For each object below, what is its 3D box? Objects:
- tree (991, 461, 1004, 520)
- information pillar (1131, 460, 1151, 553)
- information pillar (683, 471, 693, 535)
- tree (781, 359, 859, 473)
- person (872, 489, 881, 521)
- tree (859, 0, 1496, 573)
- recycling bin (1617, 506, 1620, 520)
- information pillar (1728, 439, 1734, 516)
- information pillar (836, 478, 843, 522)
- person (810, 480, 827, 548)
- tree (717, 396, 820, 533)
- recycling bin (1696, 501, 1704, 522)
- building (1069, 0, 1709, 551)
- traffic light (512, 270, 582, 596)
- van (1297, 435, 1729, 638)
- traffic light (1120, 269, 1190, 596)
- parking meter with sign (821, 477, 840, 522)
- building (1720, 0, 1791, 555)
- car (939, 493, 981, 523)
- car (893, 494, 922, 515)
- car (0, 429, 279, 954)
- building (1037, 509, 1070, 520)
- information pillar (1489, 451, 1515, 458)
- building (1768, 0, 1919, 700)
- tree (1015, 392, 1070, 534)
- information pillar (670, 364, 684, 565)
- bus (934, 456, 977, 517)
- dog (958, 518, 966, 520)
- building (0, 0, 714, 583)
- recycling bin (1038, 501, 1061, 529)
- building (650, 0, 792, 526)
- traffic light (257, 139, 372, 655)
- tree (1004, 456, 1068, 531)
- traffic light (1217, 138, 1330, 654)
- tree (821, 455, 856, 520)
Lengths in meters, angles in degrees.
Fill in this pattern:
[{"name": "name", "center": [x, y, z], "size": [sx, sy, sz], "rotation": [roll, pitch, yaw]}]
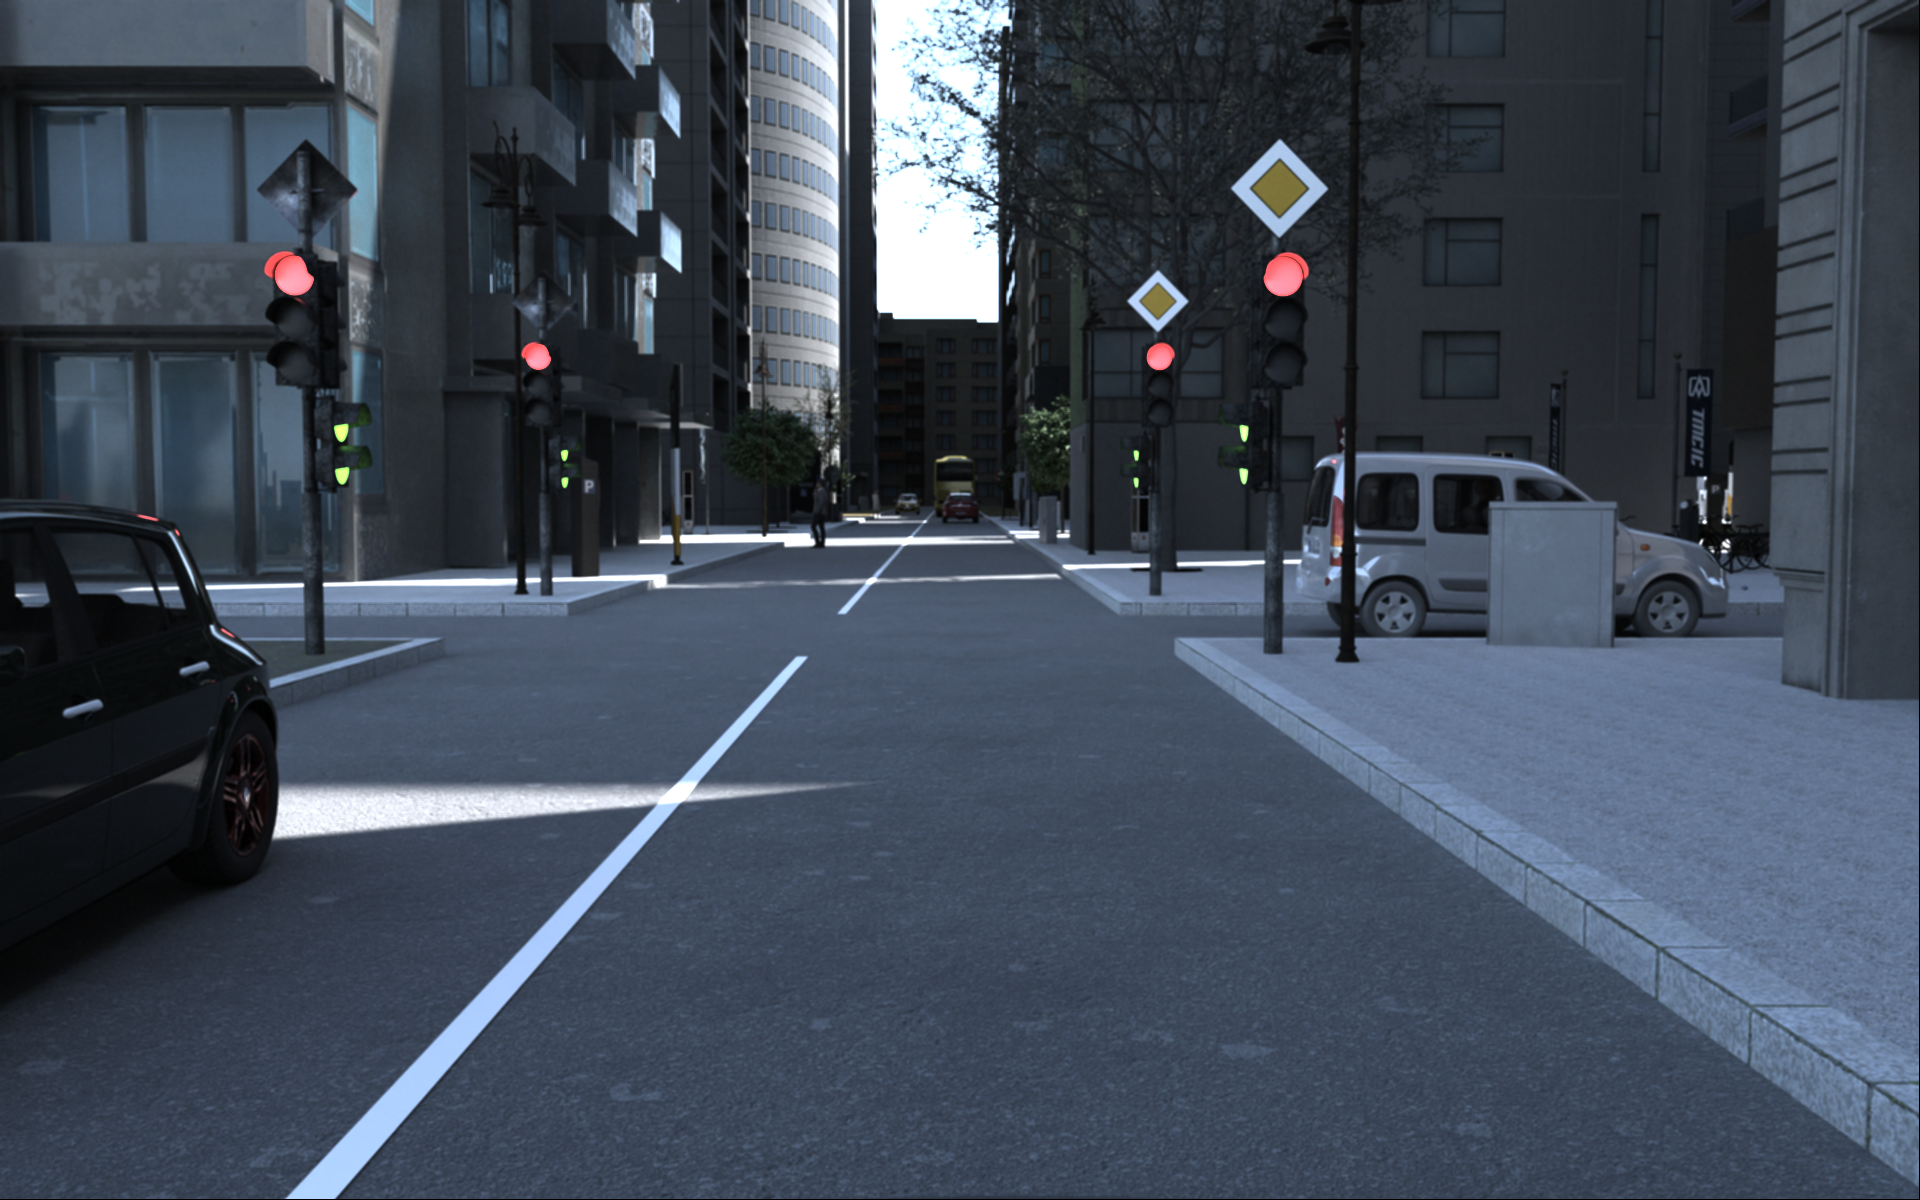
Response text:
[{"name": "tree", "center": [2.379, -5.633, 86.707], "size": [1.663, 3.219, 1.824], "rotation": [0, 3, 0]}, {"name": "information pillar", "center": [3.917, -2.022, 37.546], "size": [0.304, 2.012, 0.304], "rotation": [-1, 4, -23]}, {"name": "information pillar", "center": [-8.620, -3.083, 54.905], "size": [0.304, 2.012, 0.304], "rotation": [-1, 4, -9]}, {"name": "tree", "center": [-7.373, -8.796, 94.177], "size": [4.360, 8.622, 3.978], "rotation": [0, 3, 0]}, {"name": "person", "center": [-4.525, -5.156, 93.555], "size": [0.466, 1.731, 0.760], "rotation": [0, 4, 6]}, {"name": "tree", "center": [3.498, -7.209, 28.243], "size": [12.009, 13.543, 11.850], "rotation": [0, 3, 0]}, {"name": "recycling bin", "center": [34.224, -4.694, 89.305], "size": [0.722, 1.027, 0.722], "rotation": [1, 4, 12]}, {"name": "information pillar", "center": [29.590, -4.577, 66.195], "size": [0.183, 3.616, 0.504], "rotation": [-1, 4, -20]}, {"name": "information pillar", "center": [-5.591, -4.633, 80.248], "size": [0.304, 2.012, 0.304], "rotation": [0, 4, -1]}, {"name": "person", "center": [-3.770, -2.292, 46.150], "size": [0.473, 1.802, 0.592], "rotation": [1, 4, 22]}, {"name": "tree", "center": [-6.485, -4.559, 58.254], "size": [4.285, 4.588, 4.351], "rotation": [0, 3, 0]}, {"name": "recycling bin", "center": [27.158, -3.177, 64.500], "size": [0.722, 1.027, 0.722], "rotation": [-2, 4, -28]}, {"name": "building", "center": [9.808, -22.091, 44.781], "size": [14.154, 41.232, 14.086], "rotation": [0, 4, 0]}, {"name": "traffic light", "center": [-5.204, -2.009, 21.760], "size": [0.839, 4.253, 0.868], "rotation": [0, 4, 0]}, {"name": "van", "center": [5.510, -0.633, 17.367], "size": [4.112, 2.044, 2.013], "rotation": [0, 4, -1]}, {"name": "traffic light", "center": [2.457, -2.012, 21.820], "size": [0.839, 4.253, 0.868], "rotation": [0, 4, 0]}, {"name": "parking meter with sign", "center": [-6.339, -5.064, 79.051], "size": [1.738, 3.016, 0.543], "rotation": [1, 4, 15]}, {"name": "building", "center": [23.674, -23.211, 29.616], "size": [14.200, 45.320, 14.600], "rotation": [0, 4, 0]}, {"name": "car", "center": [0.007, -4.750, 86.705], "size": [2.155, 1.783, 4.494], "rotation": [0, 4, -1]}, {"name": "car", "center": [-3.675, -6.829, 121.872], "size": [2.015, 1.641, 3.980], "rotation": [0, 4, -1]}, {"name": "car", "center": [-3.435, 0.293, 5.000], "size": [2.009, 1.686, 4.222], "rotation": [0, 4, -1]}, {"name": "building", "center": [14.906, -46.916, 79.752], "size": [22.319, 86.520, 31.000], "rotation": [0, 4, 0]}, {"name": "information pillar", "center": [9.291, -1.545, 29.752], "size": [0.304, 2.012, 0.304], "rotation": [-2, 4, -35]}, {"name": "building", "center": [10.564, -10.102, 1.332], "size": [11.583, 22.565, 21.152], "rotation": [0, 4, 0]}, {"name": "tree", "center": [3.400, -4.435, 56.233], "size": [4.285, 4.588, 4.351], "rotation": [0, 3, 0]}, {"name": "information pillar", "center": [-5.165, -2.451, 31.429], "size": [0.183, 3.616, 0.504], "rotation": [-1, 4, -19]}, {"name": "bus", "center": [-0.298, -7.336, 111.494], "size": [2.896, 3.916, 12.252], "rotation": [0, 4, 0]}, {"name": "dog", "center": [0.130, -4.638, 96.030], "size": [0.550, 0.427, 0.748], "rotation": [1, 4, 9]}, {"name": "building", "center": [-18.364, -25.480, 36.214], "size": [23.786, 49.044, 30.456], "rotation": [0, 4, 0]}, {"name": "recycling bin", "center": [3.251, -3.082, 62.938], "size": [0.722, 1.027, 0.722], "rotation": [1, 4, 11]}, {"name": "building", "center": [-18.134, -39.148, 78.322], "size": [20.563, 71.187, 20.611], "rotation": [0, 4, 0]}, {"name": "traffic light", "center": [-5.158, -1.520, 13.775], "size": [0.839, 4.253, 0.868], "rotation": [0, 4, 0]}, {"name": "tree", "center": [2.851, -4.036, 60.590], "size": [1.663, 3.219, 1.824], "rotation": [0, 3, 0]}, {"name": "traffic light", "center": [2.503, -1.524, 13.835], "size": [0.839, 4.253, 0.868], "rotation": [0, 4, 0]}, {"name": "tree", "center": [-6.247, -5.636, 86.745], "size": [1.663, 3.219, 1.824], "rotation": [0, 3, 0]}]
